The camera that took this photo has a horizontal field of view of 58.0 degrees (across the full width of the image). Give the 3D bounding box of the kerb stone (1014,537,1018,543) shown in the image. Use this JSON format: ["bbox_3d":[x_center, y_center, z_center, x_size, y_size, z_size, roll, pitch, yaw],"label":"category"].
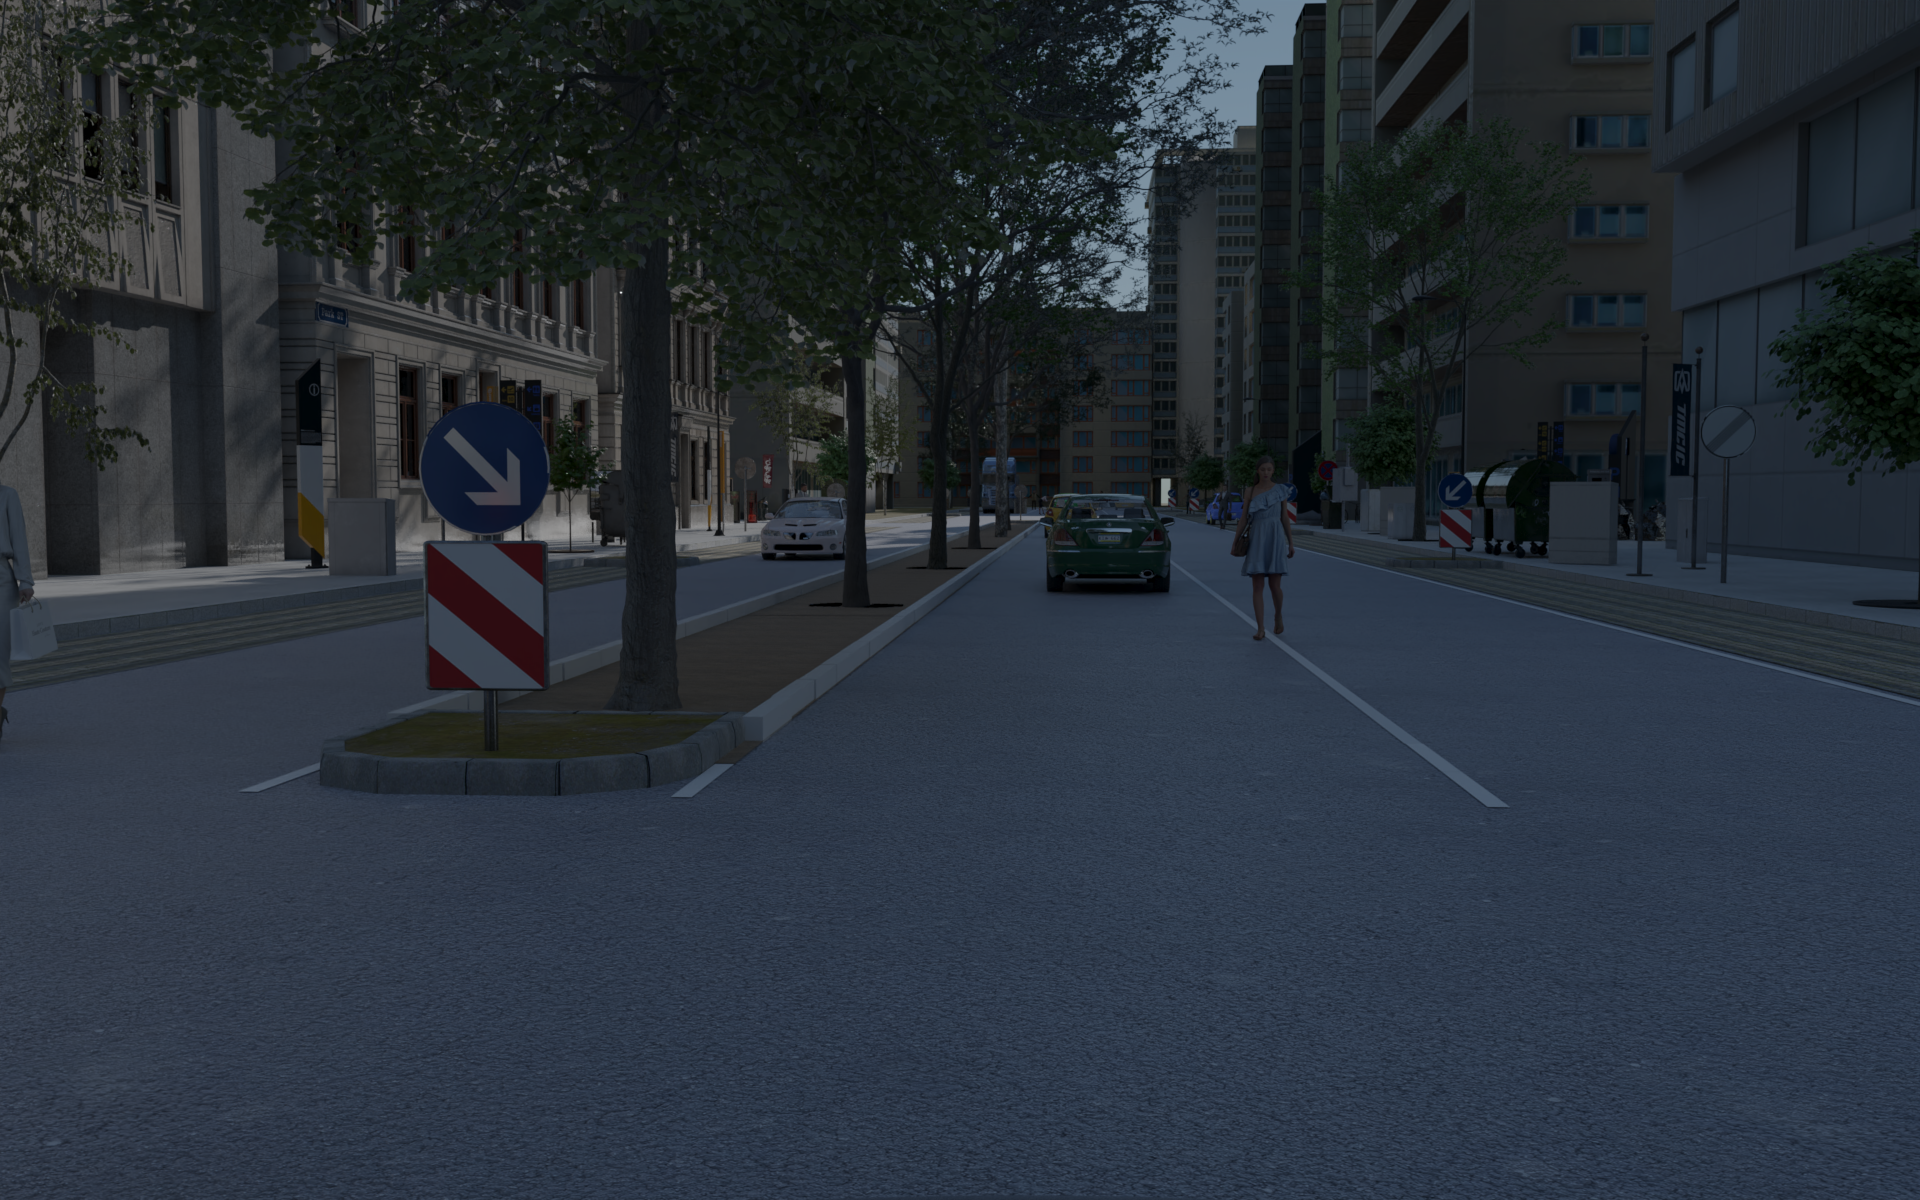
[{"bbox_3d":[1.471,-1.601,48.365,0.120,0.150,1.000,0,4,4],"label":"kerb stone"}]

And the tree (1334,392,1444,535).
[{"bbox_3d":[13.684,-4.376,55.269,4.285,4.588,4.351,0,3,0],"label":"tree"}]

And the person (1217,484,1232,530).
[{"bbox_3d":[10.624,-3.737,69.567,0.622,1.834,0.822,1,4,19],"label":"person"}]

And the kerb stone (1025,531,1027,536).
[{"bbox_3d":[2.043,-2.101,56.540,0.120,0.150,1.000,0,4,4],"label":"kerb stone"}]

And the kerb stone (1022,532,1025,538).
[{"bbox_3d":[1.902,-1.975,54.489,0.120,0.150,1.000,0,4,4],"label":"kerb stone"}]

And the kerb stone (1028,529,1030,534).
[{"bbox_3d":[2.252,-2.287,59.627,0.120,0.150,1.000,0,4,4],"label":"kerb stone"}]

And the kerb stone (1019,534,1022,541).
[{"bbox_3d":[1.682,-1.786,51.429,0.120,0.150,1.000,0,4,4],"label":"kerb stone"}]

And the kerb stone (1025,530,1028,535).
[{"bbox_3d":[2.114,-2.163,57.572,0.120,0.150,1.000,0,4,4],"label":"kerb stone"}]

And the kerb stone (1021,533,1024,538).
[{"bbox_3d":[1.824,-1.913,53.469,0.120,0.150,1.000,0,4,4],"label":"kerb stone"}]

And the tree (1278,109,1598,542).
[{"bbox_3d":[12.640,-7.395,46.671,9.928,11.665,9.643,0,3,0],"label":"tree"}]

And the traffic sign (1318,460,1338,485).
[{"bbox_3d":[13.913,-4.002,65.534,0.768,2.556,0.104,0,4,6],"label":"traffic sign"}]

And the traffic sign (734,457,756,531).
[{"bbox_3d":[-7.371,-3.629,59.433,0.768,2.556,0.104,0,4,8],"label":"traffic sign"}]

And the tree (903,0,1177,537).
[{"bbox_3d":[0.209,-12.182,57.529,12.611,20.169,13.585,0,3,0],"label":"tree"}]

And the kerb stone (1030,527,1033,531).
[{"bbox_3d":[2.477,-2.476,62.695,0.120,0.150,1.000,0,4,4],"label":"kerb stone"}]

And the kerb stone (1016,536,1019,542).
[{"bbox_3d":[1.540,-1.663,49.390,0.120,0.150,1.000,0,4,4],"label":"kerb stone"}]

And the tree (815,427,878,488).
[{"bbox_3d":[-5.612,-6.176,84.685,4.285,4.588,4.351,0,3,0],"label":"tree"}]

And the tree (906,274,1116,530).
[{"bbox_3d":[1.918,-8.015,67.914,8.767,10.594,7.601,0,4,4],"label":"tree"}]

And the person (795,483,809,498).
[{"bbox_3d":[-5.271,-3.011,58.006,0.850,1.792,0.678,3,4,38],"label":"person"}]

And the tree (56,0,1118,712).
[{"bbox_3d":[-2.151,-5.565,11.576,7.486,12.596,7.792,0,3,0],"label":"tree"}]

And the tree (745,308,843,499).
[{"bbox_3d":[-6.562,-7.186,67.854,4.360,8.622,3.978,0,3,0],"label":"tree"}]

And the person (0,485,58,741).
[{"bbox_3d":[-5.443,-0.054,9.734,0.694,1.780,0.624,0,4,5],"label":"person"}]

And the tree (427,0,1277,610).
[{"bbox_3d":[-1.292,-6.637,21.340,12.009,13.543,11.850,0,3,0],"label":"tree"}]

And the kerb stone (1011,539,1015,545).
[{"bbox_3d":[1.327,-1.475,46.305,0.120,0.150,1.000,0,4,4],"label":"kerb stone"}]

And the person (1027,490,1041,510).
[{"bbox_3d":[6.789,-9.195,158.926,1.348,1.812,0.705,0,4,-1],"label":"person"}]

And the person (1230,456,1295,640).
[{"bbox_3d":[3.019,-0.530,17.258,0.616,1.811,0.778,1,4,22],"label":"person"}]

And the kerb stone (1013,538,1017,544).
[{"bbox_3d":[1.406,-1.526,47.333,0.120,0.150,1.000,0,4,4],"label":"kerb stone"}]

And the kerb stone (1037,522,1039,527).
[{"bbox_3d":[3.106,-3.040,71.896,0.120,0.150,1.000,0,4,4],"label":"kerb stone"}]

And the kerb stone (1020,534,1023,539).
[{"bbox_3d":[1.757,-1.850,52.449,0.120,0.150,1.000,0,4,4],"label":"kerb stone"}]

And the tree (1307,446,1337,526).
[{"bbox_3d":[14.592,-4.605,69.897,1.663,3.219,1.824,0,3,0],"label":"tree"}]

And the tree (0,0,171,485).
[{"bbox_3d":[-10.468,-4.171,18.553,4.360,8.622,3.978,0,3,0],"label":"tree"}]

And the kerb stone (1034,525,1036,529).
[{"bbox_3d":[2.755,-2.727,66.781,0.120,0.150,1.000,0,4,4],"label":"kerb stone"}]

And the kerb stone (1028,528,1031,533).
[{"bbox_3d":[2.329,-2.352,60.647,0.120,0.150,1.000,0,4,4],"label":"kerb stone"}]

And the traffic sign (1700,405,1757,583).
[{"bbox_3d":[10.989,-1.513,24.851,0.768,2.556,0.104,1,4,10],"label":"traffic sign"}]

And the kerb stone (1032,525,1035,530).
[{"bbox_3d":[2.683,-2.664,65.760,0.120,0.150,1.000,0,4,4],"label":"kerb stone"}]

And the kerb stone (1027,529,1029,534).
[{"bbox_3d":[2.184,-2.227,58.601,0.120,0.150,1.000,0,4,4],"label":"kerb stone"}]

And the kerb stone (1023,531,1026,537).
[{"bbox_3d":[1.971,-2.038,55.513,0.120,0.150,1.000,0,4,4],"label":"kerb stone"}]

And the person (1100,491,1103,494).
[{"bbox_3d":[12.623,-8.966,155.915,0.721,1.723,1.217,-1,4,-22],"label":"person"}]

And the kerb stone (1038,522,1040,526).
[{"bbox_3d":[3.187,-3.102,72.917,0.120,0.150,1.000,0,4,4],"label":"kerb stone"}]

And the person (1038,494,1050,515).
[{"bbox_3d":[5.839,-6.637,120.198,0.799,1.438,0.628,-2,4,-33],"label":"person"}]

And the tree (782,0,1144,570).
[{"bbox_3d":[-0.321,-6.373,32.405,9.928,11.665,9.643,0,3,0],"label":"tree"}]

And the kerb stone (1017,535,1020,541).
[{"bbox_3d":[1.609,-1.718,50.410,0.120,0.150,1.000,0,4,4],"label":"kerb stone"}]

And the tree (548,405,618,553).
[{"bbox_3d":[-8.558,-2.639,37.752,1.663,3.219,1.824,0,3,0],"label":"tree"}]

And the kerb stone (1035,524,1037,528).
[{"bbox_3d":[2.899,-2.852,68.831,0.120,0.150,1.000,0,4,4],"label":"kerb stone"}]

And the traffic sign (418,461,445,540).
[{"bbox_3d":[-8.869,-1.815,29.686,0.884,2.594,0.081,1,4,9],"label":"traffic sign"}]

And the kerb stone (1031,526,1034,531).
[{"bbox_3d":[2.542,-2.539,63.715,0.120,0.150,1.000,0,4,4],"label":"kerb stone"}]

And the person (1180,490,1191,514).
[{"bbox_3d":[15.346,-6.565,116.560,1.217,1.735,0.721,-2,4,-27],"label":"person"}]

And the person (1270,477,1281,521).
[{"bbox_3d":[7.135,-1.907,39.704,0.581,1.822,0.654,2,4,24],"label":"person"}]
